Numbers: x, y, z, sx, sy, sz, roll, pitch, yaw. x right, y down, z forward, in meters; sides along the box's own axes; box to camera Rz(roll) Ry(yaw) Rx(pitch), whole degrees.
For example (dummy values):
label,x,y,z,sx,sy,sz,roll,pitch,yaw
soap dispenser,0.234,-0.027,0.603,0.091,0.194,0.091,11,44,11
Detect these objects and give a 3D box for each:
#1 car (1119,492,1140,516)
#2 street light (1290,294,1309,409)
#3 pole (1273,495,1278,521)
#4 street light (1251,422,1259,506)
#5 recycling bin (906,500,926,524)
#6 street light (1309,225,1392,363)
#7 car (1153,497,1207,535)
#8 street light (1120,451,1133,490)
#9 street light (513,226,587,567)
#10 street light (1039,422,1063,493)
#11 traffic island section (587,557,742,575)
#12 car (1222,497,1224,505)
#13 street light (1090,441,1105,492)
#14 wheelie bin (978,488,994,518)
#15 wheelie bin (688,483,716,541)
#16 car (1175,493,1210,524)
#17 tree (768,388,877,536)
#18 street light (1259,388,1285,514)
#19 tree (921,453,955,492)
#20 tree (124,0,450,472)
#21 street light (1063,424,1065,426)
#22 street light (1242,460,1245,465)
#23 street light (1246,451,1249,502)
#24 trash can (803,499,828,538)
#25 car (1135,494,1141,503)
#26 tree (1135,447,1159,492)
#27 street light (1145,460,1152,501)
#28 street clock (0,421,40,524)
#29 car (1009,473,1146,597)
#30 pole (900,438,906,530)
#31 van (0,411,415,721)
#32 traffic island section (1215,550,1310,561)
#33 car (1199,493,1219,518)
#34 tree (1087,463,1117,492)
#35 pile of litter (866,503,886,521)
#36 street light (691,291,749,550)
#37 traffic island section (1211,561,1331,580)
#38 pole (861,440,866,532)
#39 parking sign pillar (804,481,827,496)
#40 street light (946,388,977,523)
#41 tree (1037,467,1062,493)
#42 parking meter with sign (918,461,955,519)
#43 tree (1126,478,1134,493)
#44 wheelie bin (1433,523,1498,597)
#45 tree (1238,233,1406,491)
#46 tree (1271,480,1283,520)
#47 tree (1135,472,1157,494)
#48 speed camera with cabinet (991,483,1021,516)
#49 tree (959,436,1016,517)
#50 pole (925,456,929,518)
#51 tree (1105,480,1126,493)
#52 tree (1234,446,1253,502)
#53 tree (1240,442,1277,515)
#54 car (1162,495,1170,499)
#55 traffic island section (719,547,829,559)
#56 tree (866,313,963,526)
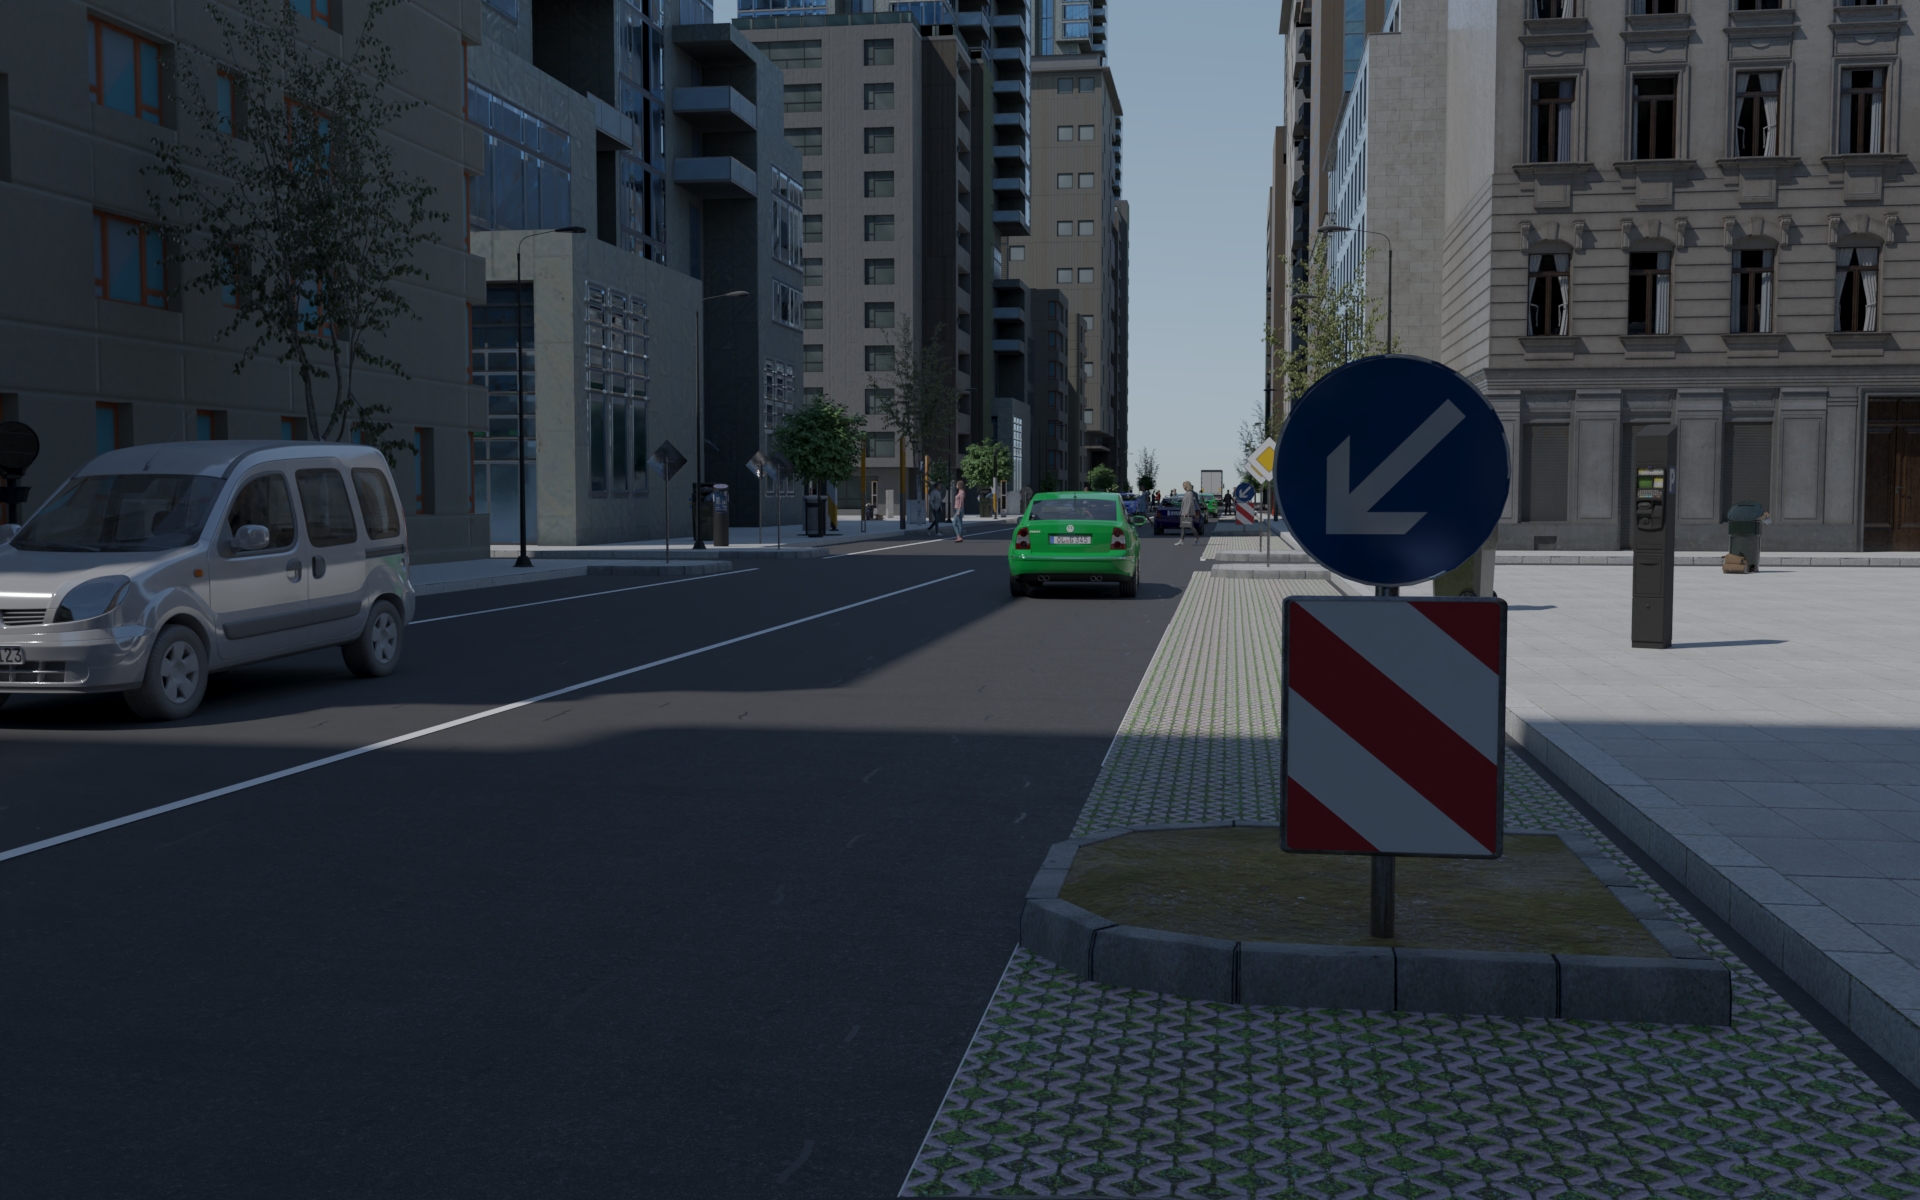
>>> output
label,x,y,z,sx,sy,sz,roll,pitch,yaw
car,11.145,-6.537,116.466,1.945,1.707,3.694,1,4,11
street light,8.407,-4.144,40.288,1.470,5.913,1.316,1,4,9
pole,14.816,-5.341,81.168,0.158,3.312,0.155,0,3,0
street light,20.155,-8.712,114.975,1.470,5.913,1.316,1,4,9
recycling bin,-1.880,-3.772,74.233,0.722,1.027,0.722,-1,4,-15
street light,6.866,-3.515,30.013,1.470,5.913,1.316,1,4,9
car,7.855,-3.019,61.947,1.945,1.354,3.894,1,4,9
street light,19.073,-13.772,197.720,1.470,5.913,1.316,1,4,9
street light,-7.148,-3.527,30.206,1.470,5.913,1.316,1,4,9
street light,5.690,-8.541,112.179,1.470,5.913,1.316,1,4,9
traffic island section,-5.435,-0.598,32.065,2.009,0.180,2.903,1,4,9
car,33.053,-12.937,223.519,2.014,1.417,4.499,0,4,7
street light,12.001,-10.993,152.269,1.470,5.913,1.316,1,4,9
wheelie bin,1.419,-5.265,93.997,0.980,1.594,0.693,1,4,11
wheelie bin,-6.980,-2.420,47.475,0.980,1.594,0.693,0,4,1
car,11.320,-4.688,85.444,1.959,1.807,4.718,1,4,10
tree,-4.271,-4.281,53.700,4.285,4.588,4.351,0,3,0
street light,14.031,-6.342,76.230,1.470,5.913,1.316,1,4,9
tree,-1.040,-5.309,81.396,1.663,3.219,1.824,0,3,0
tree,-8.849,-4.479,23.601,4.360,8.622,3.978,0,3,0
street light,6.312,-8.747,115.556,1.470,5.913,1.316,1,4,9
street light,33.192,-13.793,198.061,1.470,5.913,1.316,1,4,9
street light,25.888,-10.912,150.954,1.470,5.913,1.316,1,4,9
trash can,-4.272,-2.420,51.212,0.748,1.137,0.748,0,3,0
car,18.370,-10.571,182.619,2.009,1.686,4.222,1,4,9
tree,28.763,-19.238,264.903,4.737,8.622,4.395,0,3,0
street light,24.774,-16.005,234.214,1.470,5.913,1.316,1,4,9
street clock,-9.461,-0.779,17.304,0.358,2.002,0.471,3,5,42
car,1.758,-1.026,25.578,1.959,1.807,4.718,0,4,7
pole,-2.070,-4.207,62.622,0.158,3.312,0.155,0,3,0
van,-5.530,-0.327,12.365,2.013,2.044,4.112,1,4,10
traffic island section,6.660,-0.977,38.254,2.009,0.180,2.903,1,4,9
car,14.732,-5.890,105.095,1.959,1.807,4.718,0,4,8
tree,14.841,-12.124,181.943,4.285,4.588,4.351,0,3,0
pile of litter,-4.167,-4.313,84.484,1.176,0.858,1.719,3,5,40
street light,-5.513,-4.121,39.915,1.470,5.913,1.316,1,4,9
traffic island section,5.424,-0.494,30.364,2.009,0.180,2.903,1,4,9
pole,-3.243,-3.933,58.150,0.158,3.312,0.155,0,3,0
parking sign pillar,-6.979,-5.733,82.203,1.447,3.967,1.447,0,4,-4
street light,0.053,-6.342,76.239,1.470,5.913,1.316,1,4,9
tree,6.310,-7.951,124.593,1.663,3.219,1.824,0,3,0
parking meter with sign,-1.285,-5.799,91.075,1.738,3.016,0.543,2,4,26
tree,20.095,-13.005,207.236,1.663,3.219,1.824,0,3,0
wheelie bin,5.549,-0.688,19.153,0.693,1.594,0.980,3,4,37
tree,10.511,-5.997,48.408,4.737,8.622,4.395,0,3,0
tree,16.598,-5.634,86.724,1.663,3.219,1.824,0,3,0
tree,27.097,-16.478,253.125,4.285,4.588,4.351,0,3,0
speed camera with cabinet,2.751,-6.721,104.219,2.038,3.252,0.660,-3,5,-40
tree,1.594,-6.948,97.308,4.285,4.588,4.351,0,3,0
pole,-1.748,-6.028,92.393,0.158,3.312,0.155,0,3,0
tree,16.380,-11.676,185.503,1.663,3.219,1.824,0,3,0
tree,43.825,-19.157,263.582,4.360,8.622,3.978,0,3,0
tree,19.866,-7.643,108.673,4.285,4.588,4.351,0,3,0
car,25.891,-12.290,213.523,1.945,1.354,3.894,1,4,8
traffic island section,-4.198,-1.081,39.954,2.009,0.180,2.903,1,4,9
tree,-1.670,-7.294,69.615,4.360,8.622,3.978,0,3,0
